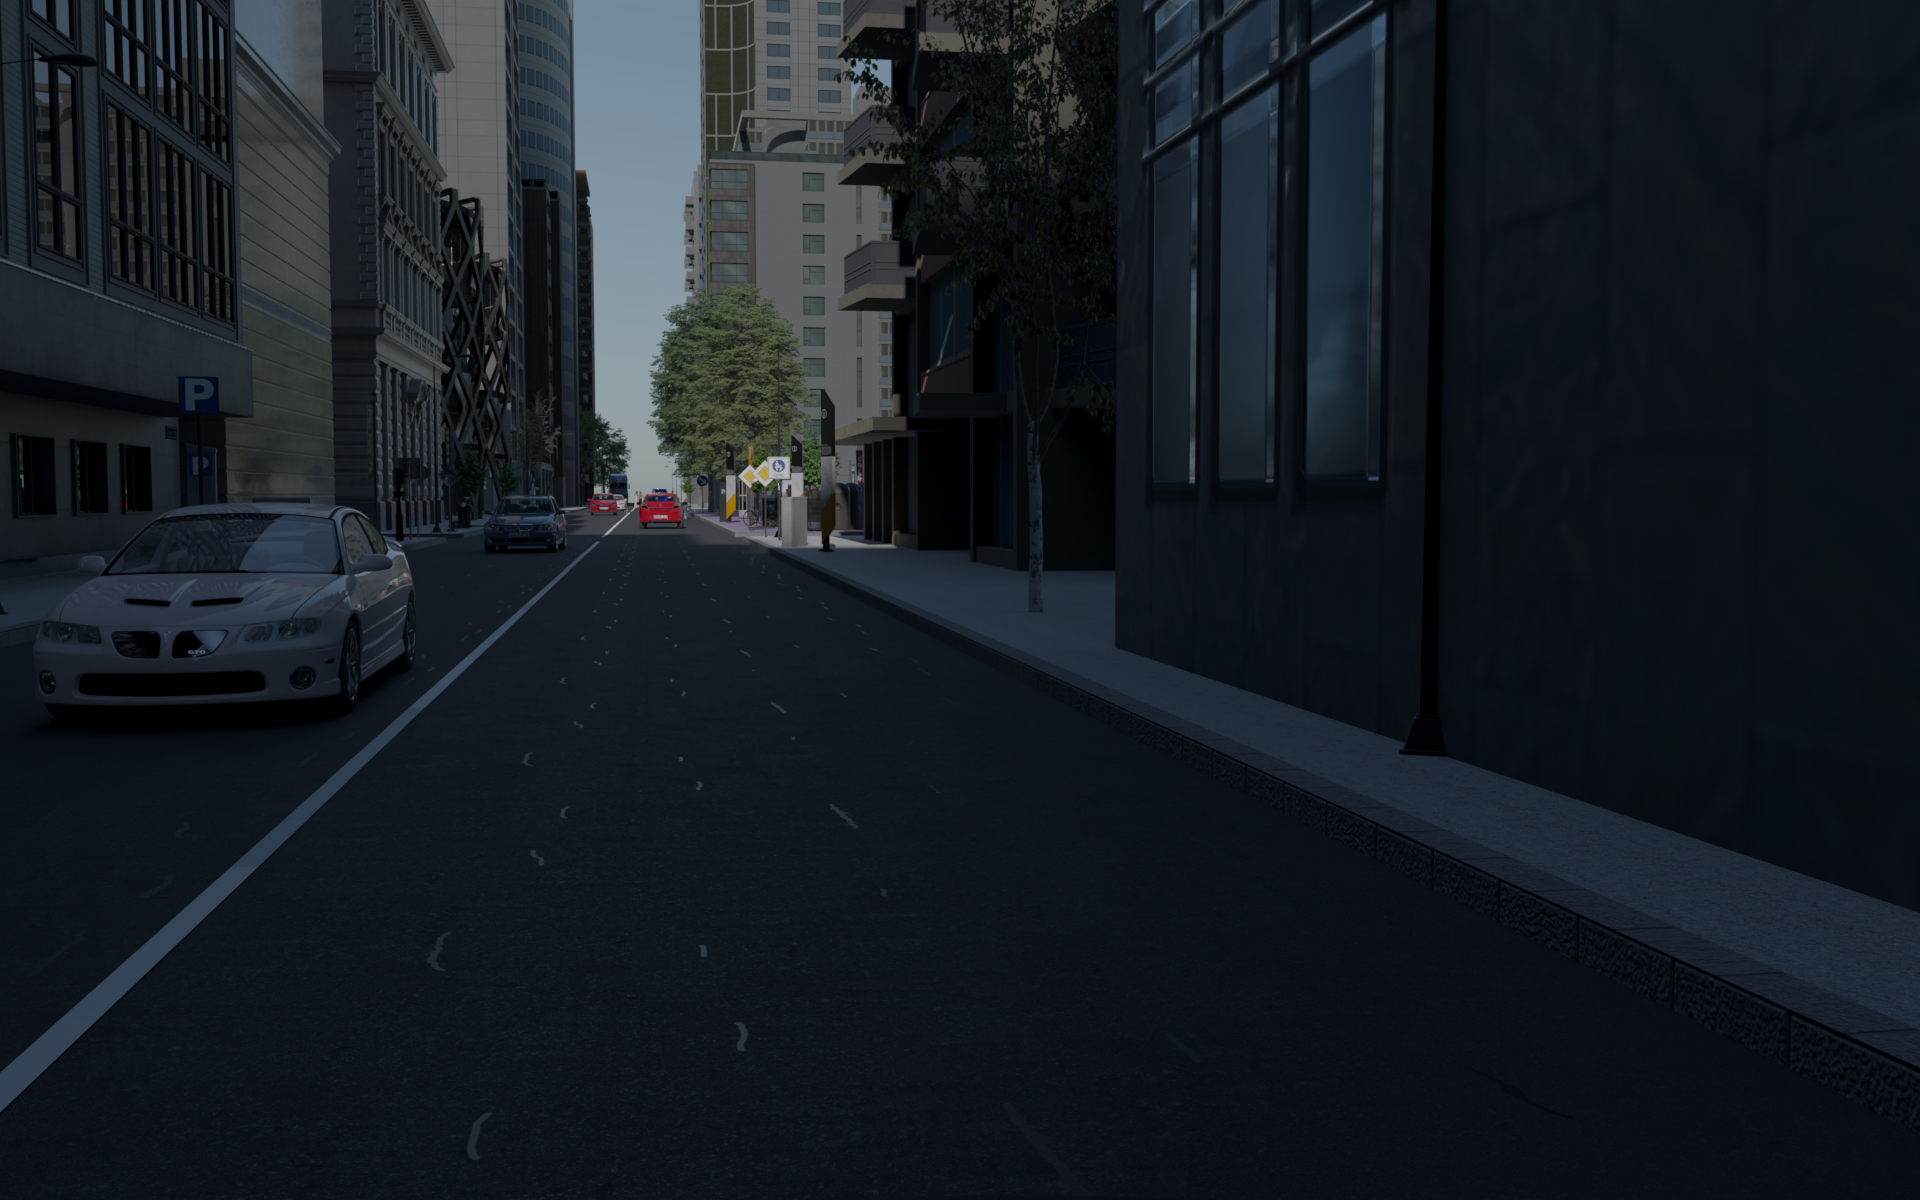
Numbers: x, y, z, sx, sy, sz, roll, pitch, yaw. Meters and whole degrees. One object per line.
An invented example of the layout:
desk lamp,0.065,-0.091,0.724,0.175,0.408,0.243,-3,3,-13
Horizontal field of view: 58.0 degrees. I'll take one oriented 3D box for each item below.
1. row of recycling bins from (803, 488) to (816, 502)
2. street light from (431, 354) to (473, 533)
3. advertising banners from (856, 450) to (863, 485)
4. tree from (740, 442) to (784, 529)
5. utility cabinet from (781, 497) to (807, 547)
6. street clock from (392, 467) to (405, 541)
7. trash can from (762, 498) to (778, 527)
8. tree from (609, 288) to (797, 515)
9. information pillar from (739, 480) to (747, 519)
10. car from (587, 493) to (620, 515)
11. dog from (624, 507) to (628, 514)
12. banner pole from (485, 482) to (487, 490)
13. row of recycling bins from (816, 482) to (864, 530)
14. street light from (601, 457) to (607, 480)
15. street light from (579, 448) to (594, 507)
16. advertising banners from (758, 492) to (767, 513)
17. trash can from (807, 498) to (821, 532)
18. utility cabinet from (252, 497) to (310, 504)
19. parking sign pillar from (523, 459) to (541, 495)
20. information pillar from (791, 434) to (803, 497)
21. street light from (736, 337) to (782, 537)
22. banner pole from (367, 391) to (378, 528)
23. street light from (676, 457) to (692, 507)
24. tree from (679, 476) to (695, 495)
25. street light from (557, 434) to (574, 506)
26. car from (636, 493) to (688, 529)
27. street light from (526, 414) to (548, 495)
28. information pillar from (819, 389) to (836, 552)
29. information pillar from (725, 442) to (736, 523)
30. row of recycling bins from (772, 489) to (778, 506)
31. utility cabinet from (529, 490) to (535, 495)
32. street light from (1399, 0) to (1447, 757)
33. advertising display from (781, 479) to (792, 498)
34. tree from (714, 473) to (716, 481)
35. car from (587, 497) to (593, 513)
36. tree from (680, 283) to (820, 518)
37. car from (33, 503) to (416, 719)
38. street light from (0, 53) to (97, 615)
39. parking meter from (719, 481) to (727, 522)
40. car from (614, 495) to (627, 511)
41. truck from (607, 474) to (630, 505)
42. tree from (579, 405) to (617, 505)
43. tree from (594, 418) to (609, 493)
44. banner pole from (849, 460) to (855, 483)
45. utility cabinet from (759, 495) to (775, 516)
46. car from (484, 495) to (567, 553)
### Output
row of recycling bins,-10.792,-7.132,123.714,3.534,1.692,1.069,2,4,28
street light,-16.850,-5.195,57.471,1.470,5.913,1.316,-1,4,-10
advertising banners,-3.549,-4.401,68.141,0.090,3.025,2.074,-2,4,-35
tree,-7.492,-4.271,64.439,1.663,3.219,1.824,0,3,0
utility cabinet,-4.054,-1.907,42.337,0.306,1.237,1.020,1,4,16
street clock,-15.264,-2.603,47.122,0.358,2.002,0.471,-2,4,-29
trash can,-7.312,-3.365,66.677,0.748,1.137,0.748,0,3,0
tree,-14.559,-12.191,105.970,9.857,13.997,8.962,0,3,0
information pillar,-11.112,-5.150,88.688,0.304,2.012,0.304,-3,5,-44
car,-24.165,-6.628,117.406,2.155,1.783,4.494,-1,4,-12
dog,-23.739,-6.362,123.309,0.540,0.507,0.406,1,4,22
banner pole,-32.173,-7.757,116.851,0.863,3.779,0.401,3,5,44
row of recycling bins,-3.652,-3.397,62.649,1.069,1.692,3.534,2,4,31
street light,-45.165,-14.897,216.106,1.470,5.913,1.316,-1,4,-10
street light,-37.971,-12.435,175.859,1.470,5.913,1.316,-1,4,-10
advertising banners,-13.333,-7.299,115.527,0.090,3.025,2.074,1,4,19
trash can,-4.991,-2.922,59.431,0.748,1.137,0.748,0,3,0
utility cabinet,-13.176,-1.375,33.651,1.020,1.237,0.306,-2,4,-30
parking sign pillar,-31.644,-8.533,127.988,1.447,3.967,1.447,3,4,38
information pillar,-6.397,-4.688,67.997,0.504,3.616,0.183,1,4,19
street light,-5.917,-4.825,51.424,1.470,5.913,1.316,-1,4,-10
banner pole,-14.366,-3.202,42.366,0.401,3.779,0.863,-2,4,-34
street light,-26.381,-11.810,165.630,1.470,5.913,1.316,-1,4,-10
tree,-28.523,-11.417,181.264,1.663,3.219,1.824,0,3,0
street light,-30.323,-9.804,132.838,1.470,5.913,1.316,-1,4,-10
car,-12.508,-3.890,72.639,2.155,1.783,4.494,-1,4,-8
street light,-24.616,-7.835,100.645,1.470,5.913,1.316,-1,4,-10
information pillar,-2.926,-2.874,38.341,0.183,3.616,0.504,-3,4,-36
information pillar,-10.254,-5.264,77.415,0.504,3.616,0.183,2,4,35
row of recycling bins,-13.516,-7.715,133.246,1.069,1.692,3.534,-2,4,-31
utility cabinet,-25.333,-5.743,102.570,0.318,1.500,1.173,-1,4,-12
street light,1.803,-2.190,8.340,1.470,5.913,1.316,-1,4,-10
advertising display,-7.282,-4.226,74.314,0.974,1.923,0.123,-3,4,-37
tree,-19.478,-11.434,137.312,4.737,8.622,4.395,0,3,0
car,-28.001,-7.478,134.849,1.945,1.354,3.894,-1,4,-11
tree,-11.293,-10.728,93.531,7.486,12.596,7.792,0,3,0
car,-5.147,-0.018,12.657,2.083,1.381,4.827,-1,4,-10
street light,-9.798,-2.800,18.322,1.470,5.913,1.316,-1,4,-10
parking meter,-10.847,-4.517,79.559,0.399,1.863,0.255,0,4,-6
car,-29.710,-8.366,149.146,2.083,1.381,4.827,-1,4,-9
truck,-46.246,-14.970,234.524,2.967,4.110,18.799,-1,4,-11
tree,-43.832,-16.812,200.629,9.928,11.665,9.643,0,3,0
tree,-59.002,-23.233,286.512,9.857,13.997,8.962,0,3,0
banner pole,-8.026,-8.481,128.679,0.401,3.779,0.863,2,4,34
utility cabinet,-11.477,-5.608,102.856,0.306,1.237,1.020,3,5,44
car,-10.991,-1.956,43.983,2.014,1.417,4.499,-1,4,-8
